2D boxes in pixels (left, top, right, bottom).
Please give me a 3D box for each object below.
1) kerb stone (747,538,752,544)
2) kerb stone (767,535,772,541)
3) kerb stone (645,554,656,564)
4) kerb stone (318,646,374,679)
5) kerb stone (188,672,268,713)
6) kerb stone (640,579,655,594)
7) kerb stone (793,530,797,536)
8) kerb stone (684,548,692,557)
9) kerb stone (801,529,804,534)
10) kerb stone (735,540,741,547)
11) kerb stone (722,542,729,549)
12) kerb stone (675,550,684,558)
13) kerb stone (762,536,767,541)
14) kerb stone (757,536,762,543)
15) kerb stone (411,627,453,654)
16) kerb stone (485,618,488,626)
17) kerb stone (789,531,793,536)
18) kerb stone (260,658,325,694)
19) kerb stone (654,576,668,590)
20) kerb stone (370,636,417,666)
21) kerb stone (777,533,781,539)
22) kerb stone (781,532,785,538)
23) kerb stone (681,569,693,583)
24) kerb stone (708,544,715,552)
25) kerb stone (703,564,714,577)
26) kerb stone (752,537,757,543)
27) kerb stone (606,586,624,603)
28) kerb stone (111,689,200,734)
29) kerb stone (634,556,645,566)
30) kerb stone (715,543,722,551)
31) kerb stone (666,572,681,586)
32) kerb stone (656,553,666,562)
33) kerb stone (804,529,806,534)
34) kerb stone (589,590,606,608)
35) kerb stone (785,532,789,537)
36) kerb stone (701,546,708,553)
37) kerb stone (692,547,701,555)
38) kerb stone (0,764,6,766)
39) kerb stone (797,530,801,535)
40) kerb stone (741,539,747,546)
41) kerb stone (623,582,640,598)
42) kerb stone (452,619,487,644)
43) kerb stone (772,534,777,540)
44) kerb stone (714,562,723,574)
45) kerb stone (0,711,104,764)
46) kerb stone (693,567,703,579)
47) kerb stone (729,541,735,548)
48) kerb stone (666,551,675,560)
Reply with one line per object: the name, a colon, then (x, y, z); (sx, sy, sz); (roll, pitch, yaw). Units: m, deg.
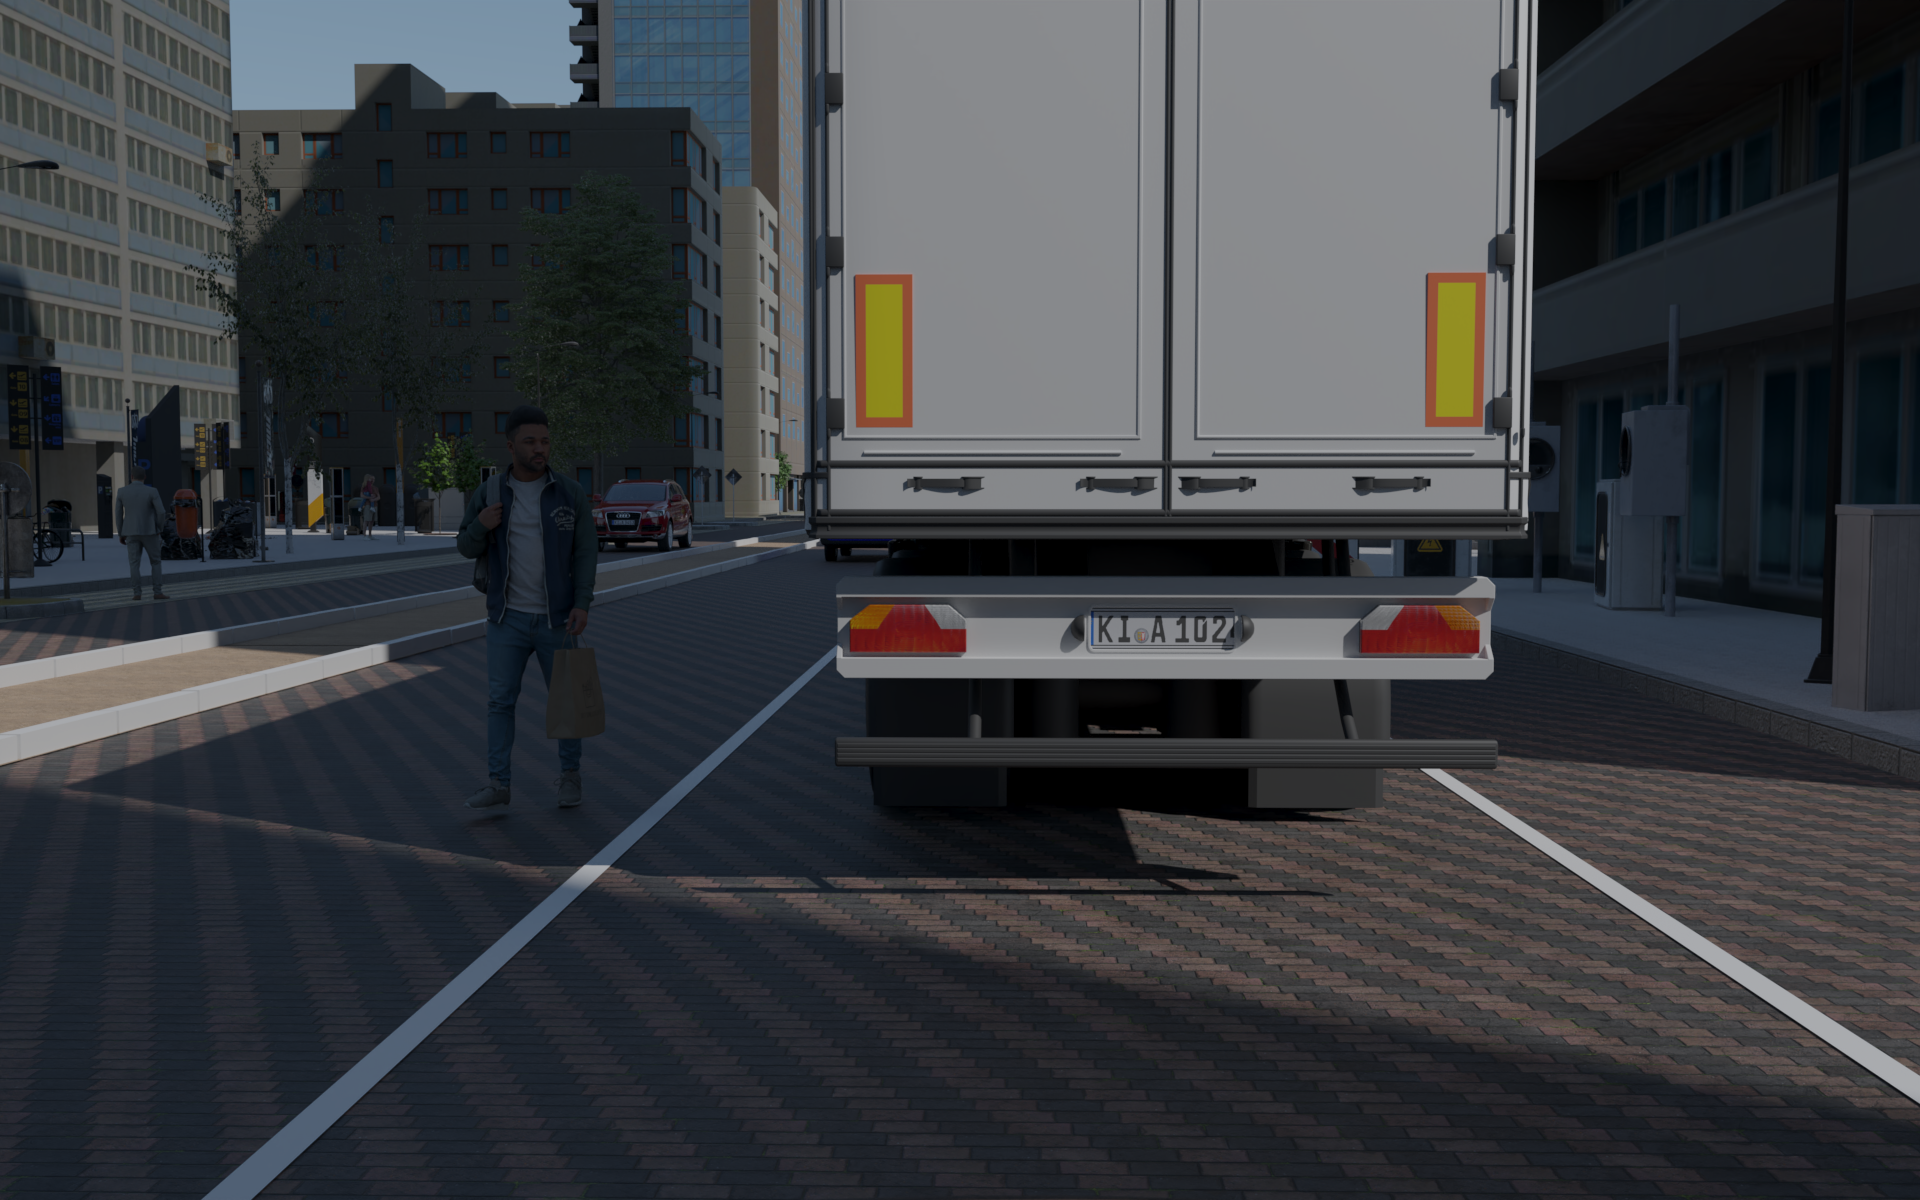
kerb stone: (-6.062, -1.626, 48.800); (0.120, 0.150, 1.000); (0, 4, 2)
kerb stone: (-5.942, -1.879, 52.909); (0.120, 0.150, 1.000); (0, 4, 2)
kerb stone: (-6.443, -0.812, 35.468); (0.120, 0.150, 1.000); (0, 4, 2)
kerb stone: (-4.970, 0.507, 13.904); (0.120, 0.150, 1.000); (0, 4, 2)
kerb stone: (-5.027, 0.634, 11.848); (0.120, 0.150, 1.000); (0, 4, 2)
kerb stone: (-4.634, -0.182, 25.175); (0.120, 0.150, 1.000); (0, 4, 2)
kerb stone: (-5.764, -2.254, 59.055); (0.120, 0.150, 1.000); (0, 4, 2)
kerb stone: (-6.324, -1.055, 39.575); (0.120, 0.150, 1.000); (0, 4, 2)
kerb stone: (-5.715, -2.379, 61.099); (0.120, 0.150, 1.000); (0, 4, 2)
kerb stone: (-6.121, -1.502, 46.757); (0.120, 0.150, 1.000); (0, 4, 2)
kerb stone: (-6.176, -1.377, 44.704); (0.120, 0.150, 1.000); (0, 4, 2)
kerb stone: (-6.359, -1.000, 38.545); (0.120, 0.150, 1.000); (0, 4, 2)
kerb stone: (-5.988, -1.816, 51.884); (0.120, 0.150, 1.000); (0, 4, 2)
kerb stone: (-6.009, -1.753, 50.851); (0.120, 0.150, 1.000); (0, 4, 2)
kerb stone: (-4.915, 0.382, 15.957); (0.120, 0.150, 1.000); (0, 4, 2)
kerb stone: (-4.843, 0.262, 18.003); (0.120, 0.150, 1.000); (0, 4, 2)
kerb stone: (-5.797, -2.192, 58.034); (0.120, 0.150, 1.000); (0, 4, 2)
kerb stone: (-4.994, 0.571, 12.871); (0.120, 0.150, 1.000); (0, 4, 2)
kerb stone: (-4.613, -0.241, 26.197); (0.120, 0.150, 1.000); (0, 4, 2)
kerb stone: (-4.936, 0.445, 14.935); (0.120, 0.150, 1.000); (0, 4, 2)
kerb stone: (-5.885, -1.996, 54.960); (0.120, 0.150, 1.000); (0, 4, 2)
kerb stone: (-5.857, -2.064, 55.984); (0.120, 0.150, 1.000); (0, 4, 2)
kerb stone: (-4.550, -0.371, 28.254); (0.120, 0.150, 1.000); (0, 4, 2)
kerb stone: (-6.251, -1.247, 42.654); (0.120, 0.150, 1.000); (0, 4, 2)
kerb stone: (-4.496, -0.496, 30.300); (0.120, 0.150, 1.000); (0, 4, 2)
kerb stone: (-6.034, -1.685, 49.827); (0.120, 0.150, 1.000); (0, 4, 2)
kerb stone: (-4.699, -0.052, 23.129); (0.120, 0.150, 1.000); (0, 4, 2)
kerb stone: (-5.057, 0.703, 10.822); (0.120, 0.150, 1.000); (0, 4, 2)
kerb stone: (-6.484, -0.749, 34.440); (0.120, 0.150, 1.000); (0, 4, 2)
kerb stone: (-6.213, -1.314, 43.682); (0.120, 0.150, 1.000); (0, 4, 2)
kerb stone: (-4.577, -0.308, 27.231); (0.120, 0.150, 1.000); (0, 4, 2)
kerb stone: (-6.416, -0.874, 36.489); (0.120, 0.150, 1.000); (0, 4, 2)
kerb stone: (-5.679, -2.441, 62.120); (0.120, 0.150, 1.000); (0, 4, 2)
kerb stone: (-4.733, 0.006, 22.100); (0.120, 0.150, 1.000); (0, 4, 2)
kerb stone: (-5.821, -2.129, 57.012); (0.120, 0.150, 1.000); (0, 4, 2)
kerb stone: (-6.270, -1.189, 41.628); (0.120, 0.150, 1.000); (0, 4, 2)
kerb stone: (-6.293, -1.126, 40.605); (0.120, 0.150, 1.000); (0, 4, 2)
kerb stone: (-5.124, 0.830, 8.779); (0.120, 0.150, 1.000); (0, 4, 2)
kerb stone: (-5.738, -2.315, 60.077); (0.120, 0.150, 1.000); (0, 4, 2)
kerb stone: (-6.094, -1.565, 47.778); (0.120, 0.150, 1.000); (0, 4, 2)
kerb stone: (-4.670, -0.120, 24.154); (0.120, 0.150, 1.000); (0, 4, 2)
kerb stone: (-4.878, 0.326, 16.978); (0.120, 0.150, 1.000); (0, 4, 2)
kerb stone: (-5.918, -1.941, 53.938); (0.120, 0.150, 1.000); (0, 4, 2)
kerb stone: (-4.469, -0.558, 31.323); (0.120, 0.150, 1.000); (0, 4, 2)
kerb stone: (-5.088, 0.764, 9.800); (0.120, 0.150, 1.000); (0, 4, 2)
kerb stone: (-4.529, -0.430, 29.275); (0.120, 0.150, 1.000); (0, 4, 2)
kerb stone: (-6.155, -1.436, 45.736); (0.120, 0.150, 1.000); (0, 4, 2)
kerb stone: (-6.392, -0.937, 37.523); (0.120, 0.150, 1.000); (0, 4, 2)
